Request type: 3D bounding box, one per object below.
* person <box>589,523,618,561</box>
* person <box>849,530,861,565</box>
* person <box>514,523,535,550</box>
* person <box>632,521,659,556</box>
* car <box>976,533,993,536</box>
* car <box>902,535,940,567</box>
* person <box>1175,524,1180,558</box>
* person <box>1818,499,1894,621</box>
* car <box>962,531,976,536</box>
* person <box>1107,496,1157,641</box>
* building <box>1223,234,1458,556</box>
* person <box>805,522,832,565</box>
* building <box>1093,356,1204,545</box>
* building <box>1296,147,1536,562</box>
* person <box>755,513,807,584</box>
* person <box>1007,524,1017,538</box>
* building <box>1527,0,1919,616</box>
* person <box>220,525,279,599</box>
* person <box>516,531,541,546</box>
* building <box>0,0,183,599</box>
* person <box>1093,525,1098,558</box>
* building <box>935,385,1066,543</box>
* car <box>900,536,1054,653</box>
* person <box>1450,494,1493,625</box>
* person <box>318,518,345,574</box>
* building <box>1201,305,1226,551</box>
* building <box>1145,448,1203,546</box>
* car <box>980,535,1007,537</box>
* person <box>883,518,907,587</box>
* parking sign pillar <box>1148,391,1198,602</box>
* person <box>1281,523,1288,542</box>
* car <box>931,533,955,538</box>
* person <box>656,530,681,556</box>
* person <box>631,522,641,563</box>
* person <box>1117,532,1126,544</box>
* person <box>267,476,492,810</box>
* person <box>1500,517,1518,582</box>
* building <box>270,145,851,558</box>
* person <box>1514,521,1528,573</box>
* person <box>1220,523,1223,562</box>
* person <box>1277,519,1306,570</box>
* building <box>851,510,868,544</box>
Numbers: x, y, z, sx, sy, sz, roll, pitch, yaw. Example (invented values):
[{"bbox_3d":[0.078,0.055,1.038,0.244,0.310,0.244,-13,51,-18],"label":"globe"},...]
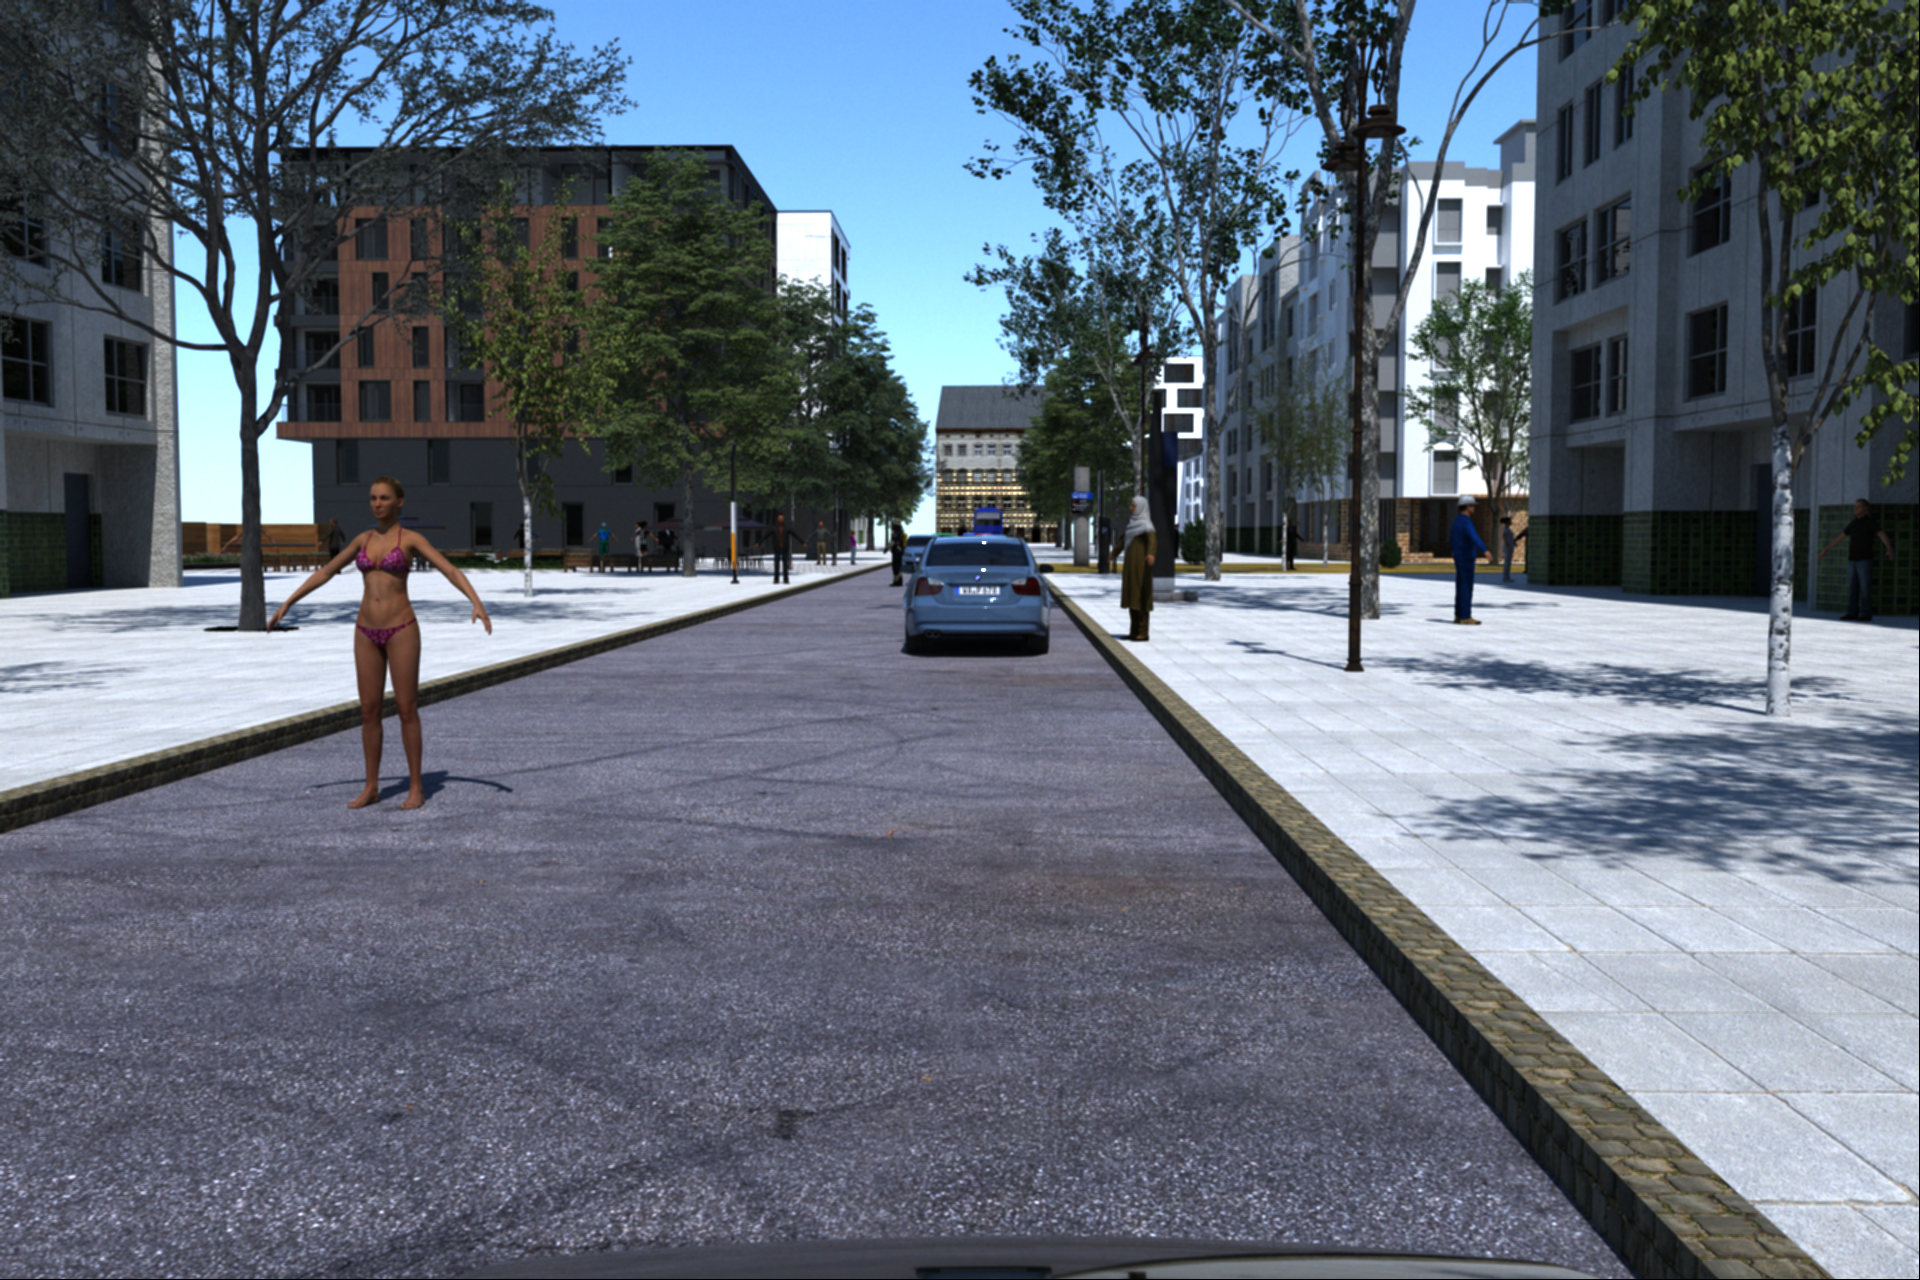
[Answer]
[{"bbox_3d":[-16.877,-4.647,82.098,1.347,1.817,0.704,-1,4,-20],"label":"person"},{"bbox_3d":[-4.388,-3.843,72.093,0.599,1.433,0.991,-2,4,-30],"label":"person"},{"bbox_3d":[-21.265,-4.779,84.321,1.347,1.806,0.705,2,4,31],"label":"person"},{"bbox_3d":[-13.341,-4.101,73.191,1.345,1.843,0.704,2,4,25],"label":"person"},{"bbox_3d":[1.935,-7.747,135.702,2.155,1.783,4.494,0,3,0],"label":"car"},{"bbox_3d":[-1.417,-3.463,68.625,2.014,1.417,4.499,0,4,1],"label":"car"},{"bbox_3d":[11.438,-5.213,91.167,0.705,1.837,1.347,-1,4,-12],"label":"person"},{"bbox_3d":[13.305,-1.188,25.635,0.705,1.803,1.348,-1,4,-18],"label":"person"},{"bbox_3d":[0.800,-8.540,149.222,1.945,1.707,3.694,0,4,1],"label":"car"},{"bbox_3d":[2.064,-0.858,20.798,0.721,1.736,1.217,-1,4,-19],"label":"person"},{"bbox_3d":[27.386,-14.943,110.775,16.747,18.905,31.486,0,4,1],"label":"building"},{"bbox_3d":[-5.773,-4.024,72.060,1.348,1.796,0.705,1,4,12],"label":"person"},{"bbox_3d":[30.376,-22.687,214.911,27.936,21.610,32.646,0,4,1],"label":"building"},{"bbox_3d":[23.159,-14.368,91.335,16.016,20.090,11.380,0,4,2],"label":"building"},{"bbox_3d":[-4.618,-2.364,44.715,1.348,1.821,0.705,0,4,-6],"label":"person"},{"bbox_3d":[2.086,-3.655,68.338,0.705,1.813,1.348,-2,4,-24],"label":"person"},{"bbox_3d":[22.595,-9.883,28.040,16.747,18.905,31.486,0,4,1],"label":"building"},{"bbox_3d":[-12.737,-1.486,31.100,1.217,1.737,0.721,1,4,16],"label":"person"},{"bbox_3d":[-21.582,-4.902,86.614,1.216,1.772,0.721,0,4,-8],"label":"person"},{"bbox_3d":[-27.470,-9.737,25.660,16.747,18.905,31.486,0,4,1],"label":"building"},{"bbox_3d":[7.336,-5.231,91.488,0.705,1.833,1.349,-1,4,-15],"label":"person"},{"bbox_3d":[6.369,-25.717,253.858,18.063,23.208,19.493,0,4,5],"label":"building"},{"bbox_3d":[0.217,-0.617,22.085,2.014,1.417,4.499,0,4,0],"label":"car"},{"bbox_3d":[7.223,-1.149,24.664,0.705,1.842,1.347,0,4,-5],"label":"person"},{"bbox_3d":[-19.942,-2.996,55.160,0.705,1.807,1.348,1,4,15],"label":"person"},{"bbox_3d":[24.781,-17.348,140.066,16.016,20.090,11.380,0,4,1],"label":"building"},{"bbox_3d":[24.468,-14.757,183.425,9.099,9.664,28.070,0,4,1],"label":"building"},{"bbox_3d":[1.415,-3.706,72.593,2.014,1.417,4.499,0,4,2],"label":"car"},{"bbox_3d":[-1.745,-2.395,47.394,0.705,1.856,1.354,1,4,19],"label":"person"},{"bbox_3d":[3.889,-2.749,33.412,1.447,3.967,1.447,0,4,1],"label":"parking sign pillar"},{"bbox_3d":[15.080,-4.513,79.636,0.705,1.847,1.347,2,4,30],"label":"person"},{"bbox_3d":[-0.961,-5.282,95.154,1.959,1.807,4.718,0,4,1],"label":"car"},{"bbox_3d":[-11.882,-3.898,70.453,0.721,1.740,1.216,3,5,45],"label":"person"},{"bbox_3d":[-14.368,-4.346,77.246,0.705,1.806,1.347,-2,4,-29],"label":"person"},{"bbox_3d":[6.023,-3.260,59.442,1.346,1.812,0.704,1,4,15],"label":"person"},{"bbox_3d":[-3.019,0.013,9.042,1.217,1.733,0.721,0,4,7],"label":"person"},{"bbox_3d":[14.647,-2.402,46.052,0.721,1.739,1.217,2,4,29],"label":"person"},{"bbox_3d":[-22.102,-16.136,107.801,27.936,21.610,32.646,0,4,1],"label":"building"},{"bbox_3d":[18.610,-3.101,56.462,1.354,1.858,0.705,0,4,-6],"label":"person"},{"bbox_3d":[11.874,-4.484,79.440,0.705,1.813,1.348,0,4,-5],"label":"person"},{"bbox_3d":[11.761,-3.392,61.678,1.346,1.802,0.704,-2,4,-33],"label":"person"},{"bbox_3d":[-21.350,-21.653,220.485,16.747,18.905,31.486,0,4,2],"label":"building"}]
